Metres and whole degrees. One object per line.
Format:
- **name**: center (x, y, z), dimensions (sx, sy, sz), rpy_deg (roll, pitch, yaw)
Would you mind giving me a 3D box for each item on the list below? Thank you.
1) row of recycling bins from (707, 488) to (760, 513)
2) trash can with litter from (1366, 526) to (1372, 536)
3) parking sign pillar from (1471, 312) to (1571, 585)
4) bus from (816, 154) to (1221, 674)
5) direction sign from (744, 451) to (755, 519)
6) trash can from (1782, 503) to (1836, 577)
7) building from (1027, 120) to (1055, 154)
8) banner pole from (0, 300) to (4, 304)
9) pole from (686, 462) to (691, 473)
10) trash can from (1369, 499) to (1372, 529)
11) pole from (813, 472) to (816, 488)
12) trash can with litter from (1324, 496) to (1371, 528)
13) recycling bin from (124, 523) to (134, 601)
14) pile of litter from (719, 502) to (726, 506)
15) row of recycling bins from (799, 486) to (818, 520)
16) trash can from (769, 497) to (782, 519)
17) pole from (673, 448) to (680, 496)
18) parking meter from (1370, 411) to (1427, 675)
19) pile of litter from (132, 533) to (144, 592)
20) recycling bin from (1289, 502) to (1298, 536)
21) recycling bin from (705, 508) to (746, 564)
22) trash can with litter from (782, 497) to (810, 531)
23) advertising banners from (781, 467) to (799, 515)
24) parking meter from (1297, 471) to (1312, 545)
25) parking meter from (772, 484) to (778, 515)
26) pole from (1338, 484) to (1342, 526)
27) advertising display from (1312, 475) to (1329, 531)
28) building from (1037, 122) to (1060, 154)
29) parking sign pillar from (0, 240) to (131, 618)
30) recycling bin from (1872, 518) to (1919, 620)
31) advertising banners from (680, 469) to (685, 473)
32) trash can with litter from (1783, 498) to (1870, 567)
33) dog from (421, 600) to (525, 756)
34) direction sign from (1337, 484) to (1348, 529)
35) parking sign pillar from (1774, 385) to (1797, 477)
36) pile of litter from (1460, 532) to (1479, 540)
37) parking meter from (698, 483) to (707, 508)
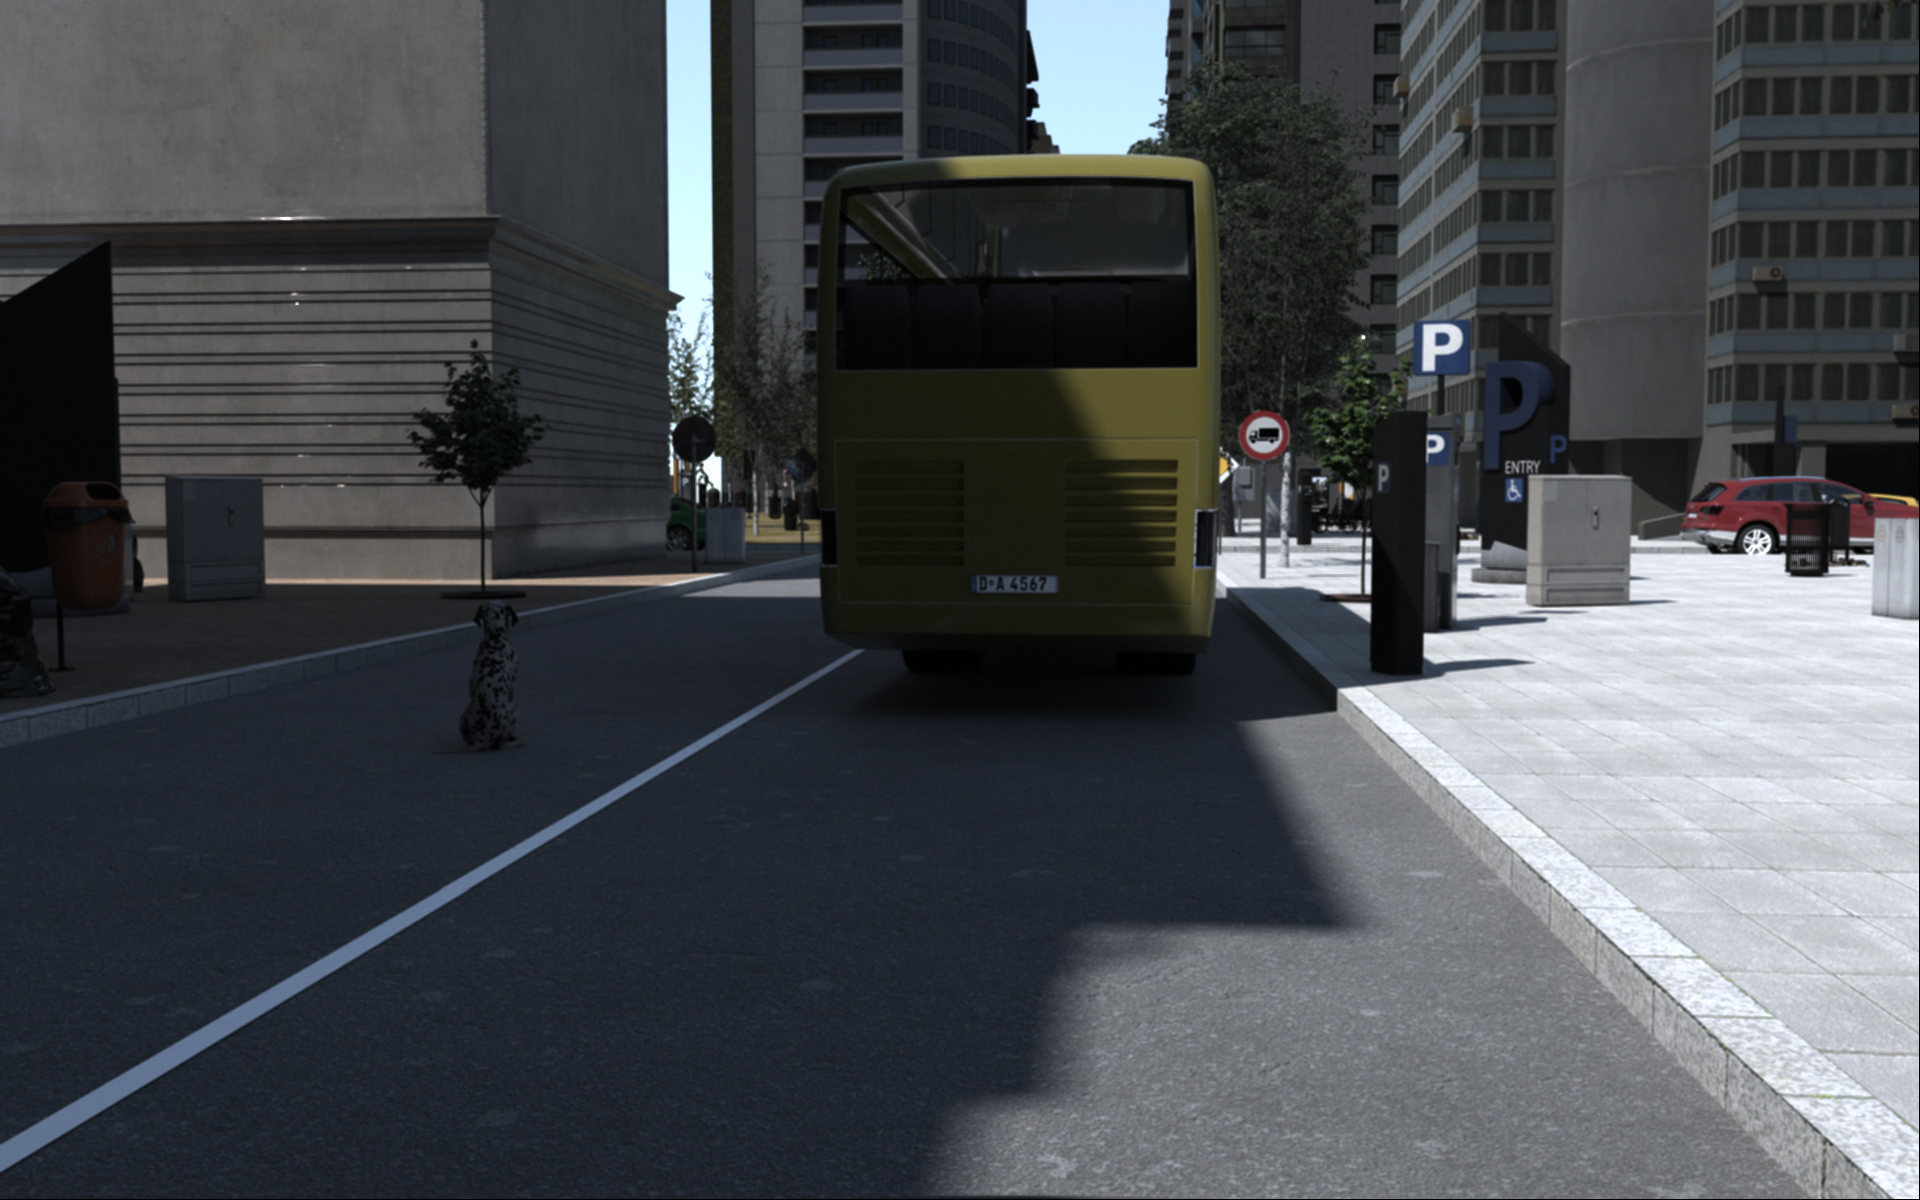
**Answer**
- **row of recycling bins**: center (-15.358, -6.743, 117.363), dimensions (3.534, 1.692, 1.069), rpy_deg (-1, 4, -17)
- **trash can with litter**: center (12.912, -2.524, 52.648), dimensions (1.055, 1.170, 0.624), rpy_deg (-2, 4, -26)
- **parking sign pillar**: center (8.202, -2.242, 25.132), dimensions (1.447, 3.967, 1.447), rpy_deg (-2, 4, -26)
- **bus**: center (1.067, -1.541, 16.734), dimensions (2.896, 3.916, 12.252), rpy_deg (0, 4, 7)
- **direction sign**: center (-11.002, -6.027, 90.539), dimensions (0.379, 3.537, 0.876), rpy_deg (2, 4, 32)
- **trash can**: center (13.189, -0.935, 26.944), dimensions (0.748, 1.137, 0.748), rpy_deg (0, 3, 0)
- **building**: center (4.446, -34.356, 211.831), dimensions (14.600, 45.320, 14.200), rpy_deg (0, 4, 5)
- **banner pole**: center (-12.486, -1.972, 22.258), dimensions (0.401, 3.779, 0.863), rpy_deg (2, 4, 26)
- **pole**: center (-11.265, -4.766, 71.763), dimensions (0.158, 3.312, 0.155), rpy_deg (0, 3, 0)
- **trash can**: center (13.353, -2.652, 55.015), dimensions (0.748, 1.137, 0.748), rpy_deg (0, 3, 0)
- **pole**: center (-9.097, -6.993, 108.179), dimensions (0.158, 3.312, 0.155), rpy_deg (0, 3, 0)
- **trash can with litter**: center (15.347, -3.365, 66.073), dimensions (2.233, 1.210, 1.678), rpy_deg (-3, 5, -41)
- **recycling bin**: center (-10.296, -0.488, 20.541), dimensions (0.722, 1.027, 0.722), rpy_deg (0, 4, -8)
- **pile of litter**: center (-13.397, -5.126, 97.781), dimensions (1.719, 0.858, 1.176), rpy_deg (0, 4, -3)
- **row of recycling bins**: center (-6.712, -4.948, 88.020), dimensions (1.069, 1.692, 3.534), rpy_deg (3, 5, 43)
- **trash can**: center (-9.547, -4.762, 89.512), dimensions (0.748, 1.137, 0.748), rpy_deg (0, 3, 0)
- **pole**: center (-10.160, -4.171, 62.041), dimensions (0.158, 3.312, 0.155), rpy_deg (0, 3, 0)
- **parking meter**: center (3.137, -0.410, 12.408), dimensions (0.255, 1.863, 0.399), rpy_deg (-1, 4, -12)
- **pile of litter**: center (-11.334, -0.542, 22.819), dimensions (1.176, 0.858, 1.719), rpy_deg (0, 4, -7)
- **recycling bin**: center (10.288, -2.472, 52.968), dimensions (0.722, 1.027, 0.722), rpy_deg (2, 4, 32)
- **recycling bin**: center (-4.328, -1.187, 31.960), dimensions (0.722, 1.027, 0.722), rpy_deg (0, 4, -6)
- **trash can with litter**: center (-5.692, -3.004, 60.497), dimensions (1.055, 1.170, 0.624), rpy_deg (2, 4, 33)
- **advertising banners**: center (-10.192, -6.801, 107.377), dimensions (2.074, 3.025, 0.090), rpy_deg (2, 4, 24)
- **parking meter**: center (8.648, -2.308, 43.452), dimensions (0.255, 1.863, 0.399), rpy_deg (-1, 4, -11)
- **parking meter**: center (-11.213, -6.073, 105.006), dimensions (0.255, 1.863, 0.399), rpy_deg (-2, 4, -31)
- **pole**: center (15.221, -4.603, 69.094), dimensions (0.158, 3.312, 0.155), rpy_deg (0, 3, 0)
- **advertising display**: center (12.318, -3.361, 60.161), dimensions (0.974, 1.923, 0.123), rpy_deg (2, 4, 25)
- **building**: center (2.769, -37.082, 229.987), dimensions (21.300, 48.544, 21.600), rpy_deg (0, 4, 5)
- **parking sign pillar**: center (-9.692, -1.834, 18.451), dimensions (1.447, 3.967, 1.447), rpy_deg (-1, 4, -19)
- **recycling bin**: center (10.014, -0.333, 17.994), dimensions (0.722, 1.027, 0.722), rpy_deg (0, 3, 0)
- **advertising banners**: center (-20.155, -7.668, 121.563), dimensions (2.074, 3.025, 0.090), rpy_deg (0, 4, 3)
- **trash can with litter**: center (15.494, -1.228, 31.142), dimensions (2.233, 1.210, 1.678), rpy_deg (-2, 4, -32)
- **dog**: center (-2.751, 0.432, 9.773), dimensions (0.513, 0.831, 0.800), rpy_deg (2, 4, 35)
- **direction sign**: center (14.119, -4.393, 63.822), dimensions (0.379, 3.537, 0.876), rpy_deg (-1, 4, -13)
- **parking sign pillar**: center (20.658, -3.361, 43.432), dimensions (1.447, 3.967, 1.447), rpy_deg (2, 4, 23)
- **pile of litter**: center (14.016, -2.134, 48.849), dimensions (1.176, 0.858, 1.719), rpy_deg (0, 4, 8)
- **parking meter**: center (-13.485, -5.203, 90.786), dimensions (0.255, 1.863, 0.399), rpy_deg (3, 5, 41)
